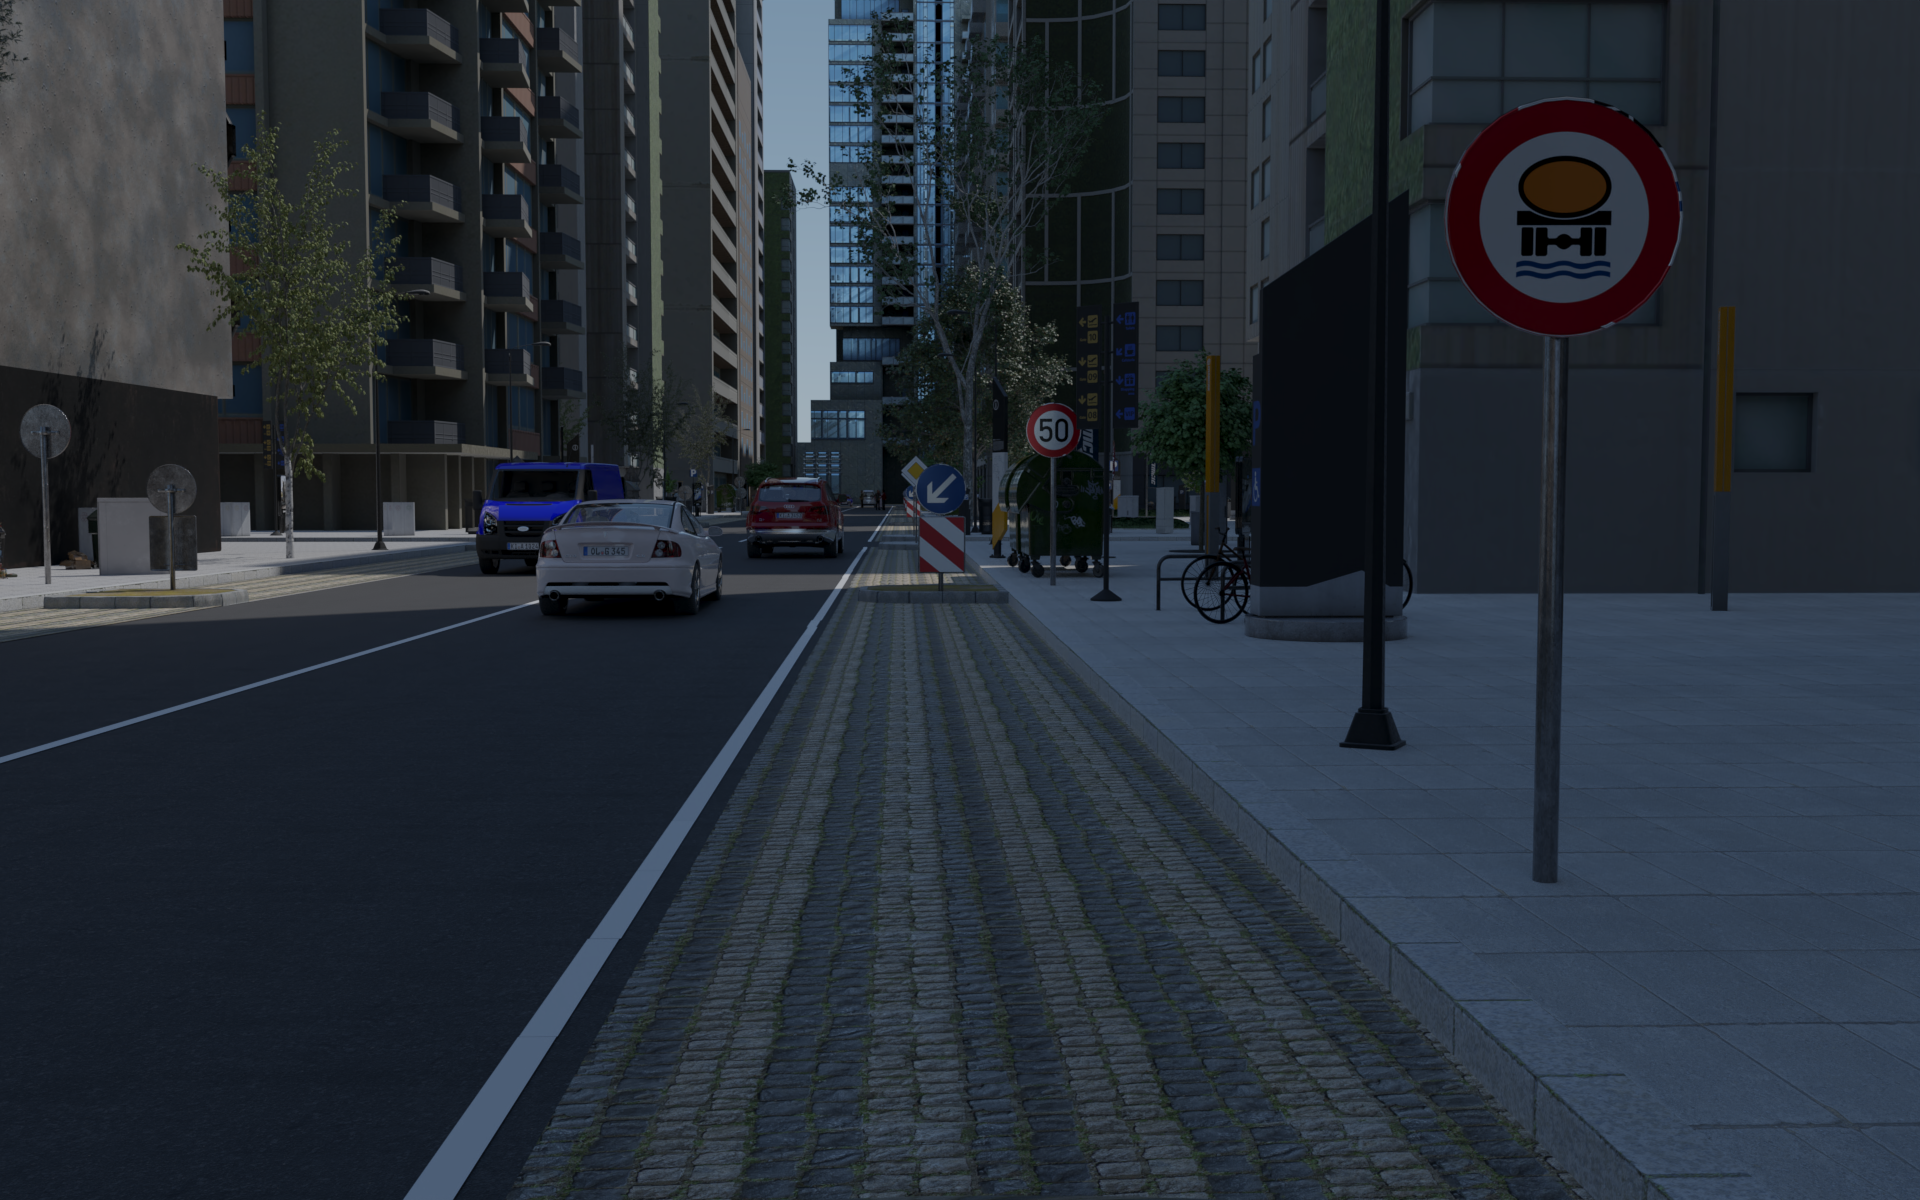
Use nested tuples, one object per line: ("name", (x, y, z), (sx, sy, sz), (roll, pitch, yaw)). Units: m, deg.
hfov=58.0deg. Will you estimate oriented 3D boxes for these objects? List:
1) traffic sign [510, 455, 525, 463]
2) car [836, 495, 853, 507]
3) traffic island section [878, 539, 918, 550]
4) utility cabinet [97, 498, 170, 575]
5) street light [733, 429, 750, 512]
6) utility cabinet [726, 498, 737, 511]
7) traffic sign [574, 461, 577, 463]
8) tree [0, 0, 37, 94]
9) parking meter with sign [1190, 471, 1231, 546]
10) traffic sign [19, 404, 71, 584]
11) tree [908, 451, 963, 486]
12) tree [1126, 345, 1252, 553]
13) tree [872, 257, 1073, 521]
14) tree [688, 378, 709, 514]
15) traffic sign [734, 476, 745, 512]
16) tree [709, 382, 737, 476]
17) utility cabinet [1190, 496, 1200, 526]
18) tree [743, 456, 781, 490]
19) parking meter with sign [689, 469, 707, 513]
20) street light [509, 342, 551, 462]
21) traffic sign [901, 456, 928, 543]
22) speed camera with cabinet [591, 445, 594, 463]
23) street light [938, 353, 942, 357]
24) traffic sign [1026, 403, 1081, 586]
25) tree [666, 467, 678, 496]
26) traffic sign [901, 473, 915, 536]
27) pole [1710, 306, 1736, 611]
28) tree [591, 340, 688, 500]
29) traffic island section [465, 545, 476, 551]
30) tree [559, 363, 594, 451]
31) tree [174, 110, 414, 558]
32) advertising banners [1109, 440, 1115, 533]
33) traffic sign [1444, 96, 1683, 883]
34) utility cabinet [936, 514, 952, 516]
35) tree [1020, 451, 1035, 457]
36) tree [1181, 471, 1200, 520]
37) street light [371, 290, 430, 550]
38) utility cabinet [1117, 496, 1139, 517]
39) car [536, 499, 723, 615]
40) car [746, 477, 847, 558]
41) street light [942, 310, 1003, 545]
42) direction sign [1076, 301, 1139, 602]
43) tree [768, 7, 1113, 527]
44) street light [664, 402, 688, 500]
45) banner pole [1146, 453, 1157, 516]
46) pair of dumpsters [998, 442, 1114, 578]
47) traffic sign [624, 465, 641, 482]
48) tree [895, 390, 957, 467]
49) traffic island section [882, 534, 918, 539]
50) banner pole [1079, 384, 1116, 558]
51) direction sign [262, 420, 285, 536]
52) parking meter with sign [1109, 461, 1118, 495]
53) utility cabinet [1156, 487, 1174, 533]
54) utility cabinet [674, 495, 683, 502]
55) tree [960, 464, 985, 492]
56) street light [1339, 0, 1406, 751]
("traffic sign", (-11.487, -2.528, 44.968), (0.795, 2.450, 0.064), (0, 4, -2))
("car", (-12.941, -11.135, 194.635), (1.945, 1.354, 3.894), (0, 4, -2))
("traffic island section", (-1.124, -1.413, 45.376), (2.009, 0.180, 2.903), (0, 4, -2))
("utility cabinet", (-13.149, -1.004, 27.580), (1.020, 1.237, 0.306), (-2, 4, -24))
("street light", (-15.604, -9.221, 123.309), (1.470, 5.913, 1.316), (0, 4, -2))
("utility cabinet", (-16.765, -7.257, 127.333), (0.318, 1.500, 1.173), (1, 4, 22))
("traffic sign", (-11.758, -3.016, 52.948), (0.795, 2.450, 0.064), (0, 4, -2))
("tree", (-13.491, -6.348, 14.165), (12.009, 13.543, 11.850), (0, 3, 0))
("parking meter with sign", (6.386, -2.903, 43.726), (0.543, 3.016, 1.738), (2, 4, 33))
("traffic sign", (-12.989, -1.498, 24.593), (0.768, 2.556, 0.104), (0, 4, 6))
("tree", (-1.364, -7.745, 110.350), (4.285, 4.588, 4.351), (0, 3, 0))
("tree", (5.386, -3.330, 38.163), (4.285, 4.588, 4.351), (0, 3, 0))
("tree", (0.644, -10.198, 83.748), (9.611, 12.733, 9.660), (0, 3, 0))
("tree", (-16.274, -8.758, 93.557), (4.360, 8.622, 3.978), (0, 3, 0))
("traffic sign", (-15.961, -7.665, 125.434), (0.768, 2.556, 0.104), (0, 4, 1))
("tree", (-16.786, -9.963, 113.257), (4.360, 8.622, 3.978), (0, 3, 0))
("utility cabinet", (9.764, -3.659, 70.991), (0.306, 1.237, 1.020), (2, 4, 32))
("tree", (-16.990, -10.090, 148.685), (4.285, 4.588, 4.351), (0, 3, 0))
("parking meter with sign", (-18.082, -7.566, 119.968), (0.543, 3.016, 1.738), (-3, 4, -36))
("street light", (-13.192, -4.922, 53.009), (1.470, 5.913, 1.316), (0, 4, -2))
("traffic sign", (-1.148, -2.548, 45.298), (0.795, 2.450, 0.064), (0, 4, -2))
("speed camera with cabinet", (-14.414, -4.564, 68.955), (0.660, 3.252, 2.038), (-1, 4, -14))
("street light", (-0.033, -5.176, 57.171), (1.470, 5.913, 1.316), (0, 4, -2))
("traffic sign", (1.307, -1.475, 24.230), (0.768, 2.556, 0.104), (0, 4, 0))
("tree", (-20.460, -7.749, 121.296), (1.663, 3.219, 1.824), (0, 3, 0))
("traffic sign", (-1.419, -3.036, 53.278), (0.795, 2.450, 0.064), (0, 4, -2))
("pole", (8.355, -1.537, 18.967), (0.158, 3.312, 0.155), (0, 3, 0))
("tree", (-15.428, -8.082, 82.498), (4.360, 8.622, 3.978), (0, 3, 0))
("traffic island section", (-11.510, -1.391, 45.029), (2.009, 0.180, 2.903), (0, 4, -2))
("tree", (-22.123, -8.713, 92.820), (4.737, 8.622, 4.395), (0, 3, 0))
("tree", (-13.147, -5.140, 34.397), (4.737, 8.622, 4.395), (0, 3, 0))
("advertising banners", (4.968, -3.723, 57.057), (0.090, 3.025, 2.074), (0, 4, -1))
("traffic sign", (1.941, -0.340, 5.668), (0.768, 2.556, 0.104), (0, 3, 0))
("utility cabinet", (-0.923, -5.607, 102.836), (1.020, 1.237, 0.306), (2, 4, 25))
("tree", (2.187, -2.888, 41.814), (1.663, 3.219, 1.824), (0, 3, 0))
("tree", (11.546, -5.491, 84.387), (1.663, 3.219, 1.824), (0, 3, 0))
("street light", (-12.749, -4.096, 39.516), (1.470, 5.913, 1.316), (0, 4, -2))
("utility cabinet", (6.546, -3.449, 67.555), (0.306, 1.237, 1.020), (-2, 4, -30))
("car", (-4.095, -0.584, 21.903), (2.083, 1.381, 4.827), (0, 4, -2))
("car", (-3.795, -1.940, 40.400), (2.281, 1.827, 5.304), (0, 4, -1))
("street light", (0.365, -4.359, 43.819), (1.470, 5.913, 1.316), (0, 4, -2))
("direction sign", (1.757, -1.757, 20.731), (0.876, 3.537, 0.379), (3, 5, 40))
("tree", (-0.701, -13.006, 68.531), (12.611, 20.169, 13.585), (0, 3, 0))
("street light", (-14.453, -7.055, 87.886), (1.470, 5.913, 1.316), (0, 4, -2))
("banner pole", (9.330, -5.795, 84.761), (0.863, 3.779, 0.401), (3, 5, 42))
("pair of dumpsters", (1.534, -1.589, 28.467), (1.574, 2.255, 4.437), (0, 4, -2))
("traffic sign", (-14.556, -4.687, 76.633), (0.884, 2.594, 0.081), (0, 4, 6))
("tree", (-1.687, -12.312, 135.715), (7.601, 10.594, 8.767), (1, 4, 17))
("traffic island section", (-1.396, -1.901, 53.356), (2.009, 0.180, 2.903), (0, 4, -2))
("banner pole", (2.706, -2.728, 34.612), (0.863, 3.779, 0.401), (-1, 4, -13))
("direction sign", (-21.118, -3.755, 53.387), (0.876, 3.537, 0.379), (1, 4, 23))
("parking meter with sign", (7.659, -5.804, 91.148), (0.543, 3.016, 1.738), (-1, 4, -23))
("utility cabinet", (6.624, -2.899, 56.074), (0.318, 1.500, 1.173), (1, 4, 20))
("utility cabinet", (-15.625, -5.246, 96.931), (0.306, 1.237, 1.020), (1, 4, 18))
("tree", (0.611, -6.087, 94.122), (1.663, 3.219, 1.824), (0, 3, 0))
("street light", (1.563, -2.208, 8.640), (1.470, 5.913, 1.316), (0, 4, -2))
